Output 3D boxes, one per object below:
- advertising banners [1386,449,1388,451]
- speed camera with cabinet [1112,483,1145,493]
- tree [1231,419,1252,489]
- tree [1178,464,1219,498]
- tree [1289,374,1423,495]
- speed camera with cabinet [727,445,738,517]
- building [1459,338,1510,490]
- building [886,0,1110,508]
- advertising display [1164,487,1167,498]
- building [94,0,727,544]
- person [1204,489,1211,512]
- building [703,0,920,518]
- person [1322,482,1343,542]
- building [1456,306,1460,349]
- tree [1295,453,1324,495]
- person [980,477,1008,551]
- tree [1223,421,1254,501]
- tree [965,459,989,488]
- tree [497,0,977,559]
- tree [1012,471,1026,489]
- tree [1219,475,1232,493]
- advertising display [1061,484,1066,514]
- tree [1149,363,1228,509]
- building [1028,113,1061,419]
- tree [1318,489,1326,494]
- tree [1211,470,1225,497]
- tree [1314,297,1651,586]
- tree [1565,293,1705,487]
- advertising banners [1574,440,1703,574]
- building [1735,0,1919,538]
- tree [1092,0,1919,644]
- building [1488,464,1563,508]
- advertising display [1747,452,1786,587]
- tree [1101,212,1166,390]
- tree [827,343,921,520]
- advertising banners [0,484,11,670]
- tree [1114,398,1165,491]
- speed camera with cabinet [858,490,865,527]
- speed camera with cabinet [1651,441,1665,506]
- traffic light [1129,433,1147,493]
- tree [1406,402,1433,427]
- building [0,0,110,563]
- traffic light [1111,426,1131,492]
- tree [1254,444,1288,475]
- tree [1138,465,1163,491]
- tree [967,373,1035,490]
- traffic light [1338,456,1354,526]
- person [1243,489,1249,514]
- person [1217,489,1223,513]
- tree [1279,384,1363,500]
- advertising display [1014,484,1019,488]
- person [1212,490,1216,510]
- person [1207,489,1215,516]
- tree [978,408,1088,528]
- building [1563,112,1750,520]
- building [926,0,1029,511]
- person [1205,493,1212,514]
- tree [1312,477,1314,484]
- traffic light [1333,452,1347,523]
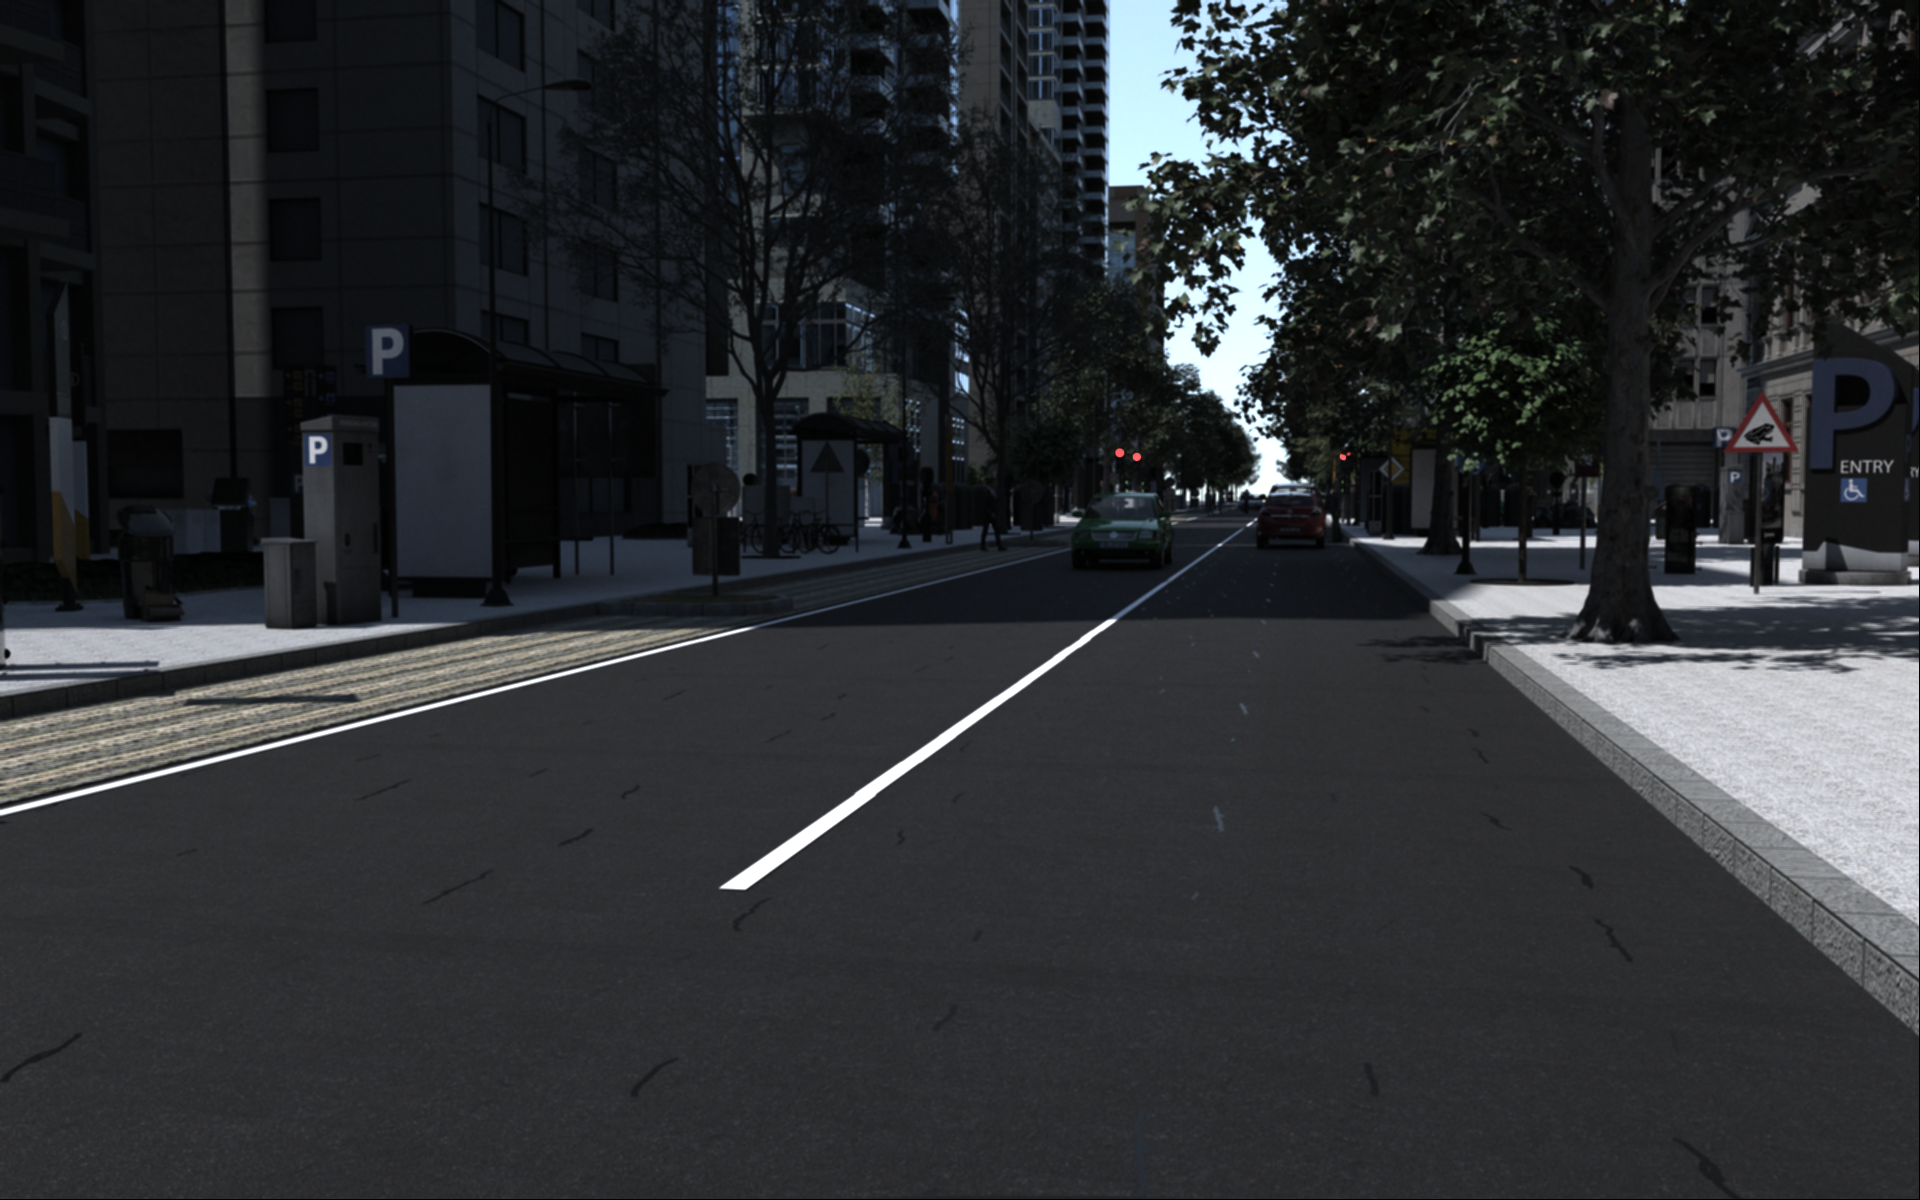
[{"bbox_3d":[16.335,-4.261,65.862,0.090,3.025,2.074,0,4,6],"label":"advertising banners"},{"bbox_3d":[10.362,-6.868,106.624,2.038,3.252,0.660,-2,4,-26],"label":"speed camera with cabinet"},{"bbox_3d":[38.044,-20.241,249.069,7.486,12.596,7.792,0,3,0],"label":"tree"},{"bbox_3d":[22.805,-11.424,170.489,4.285,4.588,4.351,0,3,0],"label":"tree"},{"bbox_3d":[21.391,-10.725,93.487,7.486,12.596,7.792,0,3,0],"label":"tree"},{"bbox_3d":[-9.384,-4.642,70.230,0.660,3.252,2.038,0,4,-3],"label":"speed camera with cabinet"},{"bbox_3d":[46.773,-18.017,136.382,13.314,21.916,24.055,1,4,11],"label":"building"},{"bbox_3d":[6.351,-53.971,195.091,22.319,86.520,31.000,1,4,11],"label":"building"},{"bbox_3d":[16.023,-8.143,138.358,0.974,1.923,0.123,2,4,27],"label":"advertising display"},{"bbox_3d":[-20.515,-37.592,52.878,20.611,71.187,20.563,1,4,11],"label":"building"},{"bbox_3d":[18.942,-7.585,132.496,0.713,1.824,0.794,-1,4,-12],"label":"person"},{"bbox_3d":[-11.302,-48.623,107.661,22.319,86.520,31.000,1,4,11],"label":"building"},{"bbox_3d":[11.083,-2.614,51.417,0.590,1.801,0.661,0,4,-1],"label":"person"},{"bbox_3d":[52.699,-23.935,163.033,14.160,30.474,14.107,1,4,11],"label":"building"},{"bbox_3d":[34.687,-13.258,167.127,4.737,8.622,4.395,0,3,0],"label":"tree"},{"bbox_3d":[0.832,-2.142,43.300,0.755,1.850,0.659,3,4,38],"label":"person"},{"bbox_3d":[49.526,-24.402,309.339,12.009,13.543,11.850,0,3,0],"label":"tree"},{"bbox_3d":[0.679,-6.203,96.025,1.663,3.219,1.824,0,3,0],"label":"tree"},{"bbox_3d":[-3.766,-7.563,34.024,12.009,13.543,11.850,0,3,0],"label":"tree"},{"bbox_3d":[4.247,-7.569,118.354,1.663,3.219,1.824,0,3,0],"label":"tree"},{"bbox_3d":[34.381,-14.987,228.748,4.285,4.588,4.351,0,3,0],"label":"tree"},{"bbox_3d":[6.821,-6.633,113.656,0.123,1.923,0.974,-1,4,-9],"label":"advertising display"},{"bbox_3d":[19.032,-14.162,149.675,7.486,12.596,7.792,0,3,0],"label":"tree"},{"bbox_3d":[-3.846,-29.271,170.465,32.217,40.220,23.993,1,4,11],"label":"building"},{"bbox_3d":[41.671,-12.459,198.297,1.663,3.219,1.824,0,3,0],"label":"tree"},{"bbox_3d":[30.422,-15.760,208.032,4.737,8.622,4.395,0,3,0],"label":"tree"},{"bbox_3d":[8.066,-2.519,24.892,4.285,4.588,4.351,0,3,0],"label":"tree"},{"bbox_3d":[22.590,-6.706,60.013,4.737,8.622,4.395,0,3,0],"label":"tree"},{"bbox_3d":[10.896,-1.946,28.011,2.074,3.025,0.090,1,4,17],"label":"advertising banners"},{"bbox_3d":[28.620,-12.791,45.291,11.583,22.565,21.152,1,4,11],"label":"building"},{"bbox_3d":[5.961,-5.993,14.995,9.611,12.733,9.660,0,3,0],"label":"tree"},{"bbox_3d":[43.098,-19.509,112.478,14.314,27.812,24.014,1,4,11],"label":"building"},{"bbox_3d":[11.293,-1.165,24.259,0.974,1.923,0.123,-3,5,-44],"label":"advertising display"},{"bbox_3d":[1.191,-8.811,54.428,12.009,13.543,11.850,0,3,0],"label":"tree"},{"bbox_3d":[-4.296,-8.189,84.246,4.737,8.622,4.395,0,3,0],"label":"tree"},{"bbox_3d":[-6.785,-0.967,12.002,0.090,3.025,2.074,-2,4,-23],"label":"advertising banners"},{"bbox_3d":[12.460,-10.273,118.319,4.360,8.622,3.978,0,3,0],"label":"tree"},{"bbox_3d":[-4.491,-4.485,67.665,0.660,3.252,2.038,-3,4,-36],"label":"speed camera with cabinet"},{"bbox_3d":[25.570,-4.315,64.882,0.660,3.252,2.038,-1,4,-10],"label":"speed camera with cabinet"},{"bbox_3d":[8.160,-5.542,79.536,0.839,4.253,0.868,1,4,11],"label":"traffic light"},{"bbox_3d":[30.964,-10.054,114.749,4.360,8.622,3.978,0,3,0],"label":"tree"},{"bbox_3d":[-27.632,-22.586,23.909,22.147,44.769,28.867,1,4,11],"label":"building"},{"bbox_3d":[6.655,-5.063,71.693,0.839,4.253,0.868,1,4,11],"label":"traffic light"},{"bbox_3d":[48.888,-19.899,235.724,12.009,13.543,11.850,0,3,0],"label":"tree"},{"bbox_3d":[12.356,-7.267,113.414,1.663,3.219,1.824,0,3,0],"label":"tree"},{"bbox_3d":[2.584,-9.552,106.531,4.737,8.622,4.395,0,3,0],"label":"tree"},{"bbox_3d":[15.705,-4.958,69.979,0.839,4.253,0.868,1,4,11],"label":"traffic light"},{"bbox_3d":[21.092,-7.282,127.745,0.473,1.802,0.592,2,4,32],"label":"person"},{"bbox_3d":[19.301,-7.344,128.591,0.388,1.821,0.555,-2,4,-24],"label":"person"},{"bbox_3d":[26.173,-11.577,123.699,7.601,10.594,8.767,-1,4,-15],"label":"tree"},{"bbox_3d":[3.688,-6.617,113.406,0.123,1.923,0.974,1,4,15],"label":"advertising display"},{"bbox_3d":[23.519,-9.282,160.291,0.705,1.821,1.348,0,4,3],"label":"person"},{"bbox_3d":[16.494,-6.422,113.769,0.573,1.790,0.520,1,4,12],"label":"person"},{"bbox_3d":[3.253,-5.024,65.852,4.285,4.588,4.351,0,3,0],"label":"tree"},{"bbox_3d":[42.755,-16.609,89.579,19.932,24.808,12.078,1,4,11],"label":"building"},{"bbox_3d":[-3.025,-42.976,140.902,20.563,71.187,20.611,1,4,11],"label":"building"},{"bbox_3d":[18.109,-7.046,126.303,0.503,1.515,0.523,0,4,-6],"label":"person"},{"bbox_3d":[19.687,-6.036,82.402,4.285,4.588,4.351,0,3,0],"label":"tree"},{"bbox_3d":[17.210,-5.437,77.821,0.839,4.253,0.868,1,4,11],"label":"traffic light"}]
